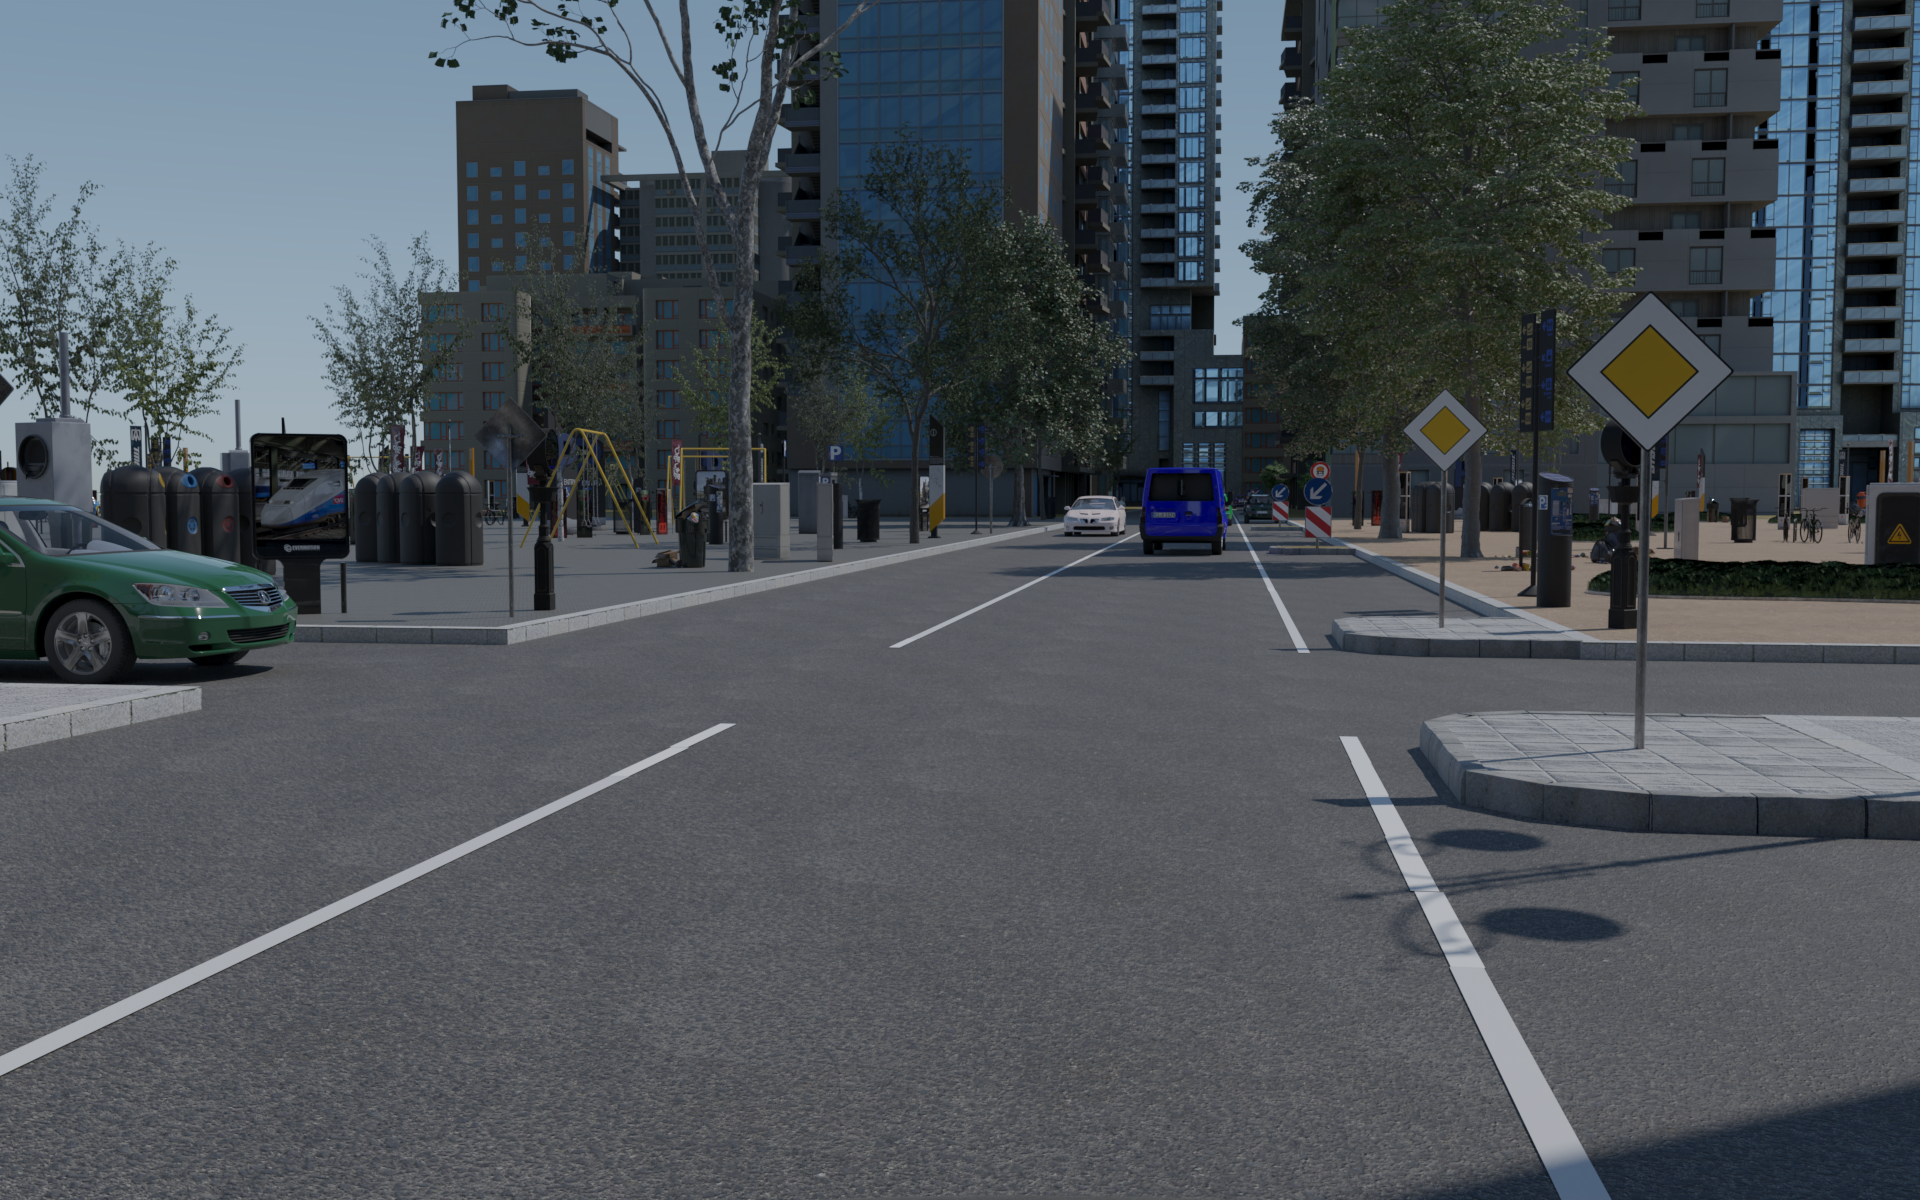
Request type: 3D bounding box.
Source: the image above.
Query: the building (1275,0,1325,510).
[{"bbox_3d":[38.332,-30.119,147.064,22.147,44.769,28.867,1,4,9],"label":"building"}]

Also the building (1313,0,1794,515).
[{"bbox_3d":[38.497,-32.357,118.280,28.713,52.752,27.495,1,4,9],"label":"building"}]

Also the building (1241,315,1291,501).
[{"bbox_3d":[44.996,-20.881,186.442,28.899,21.520,27.650,1,4,9],"label":"building"}]

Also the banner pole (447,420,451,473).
[{"bbox_3d":[-17.067,-4.157,57.988,0.401,3.779,0.863,-1,4,-18],"label":"banner pole"}]

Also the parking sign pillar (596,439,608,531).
[{"bbox_3d":[-13.181,-4.437,61.020,1.447,3.967,1.447,-1,4,-20],"label":"parking sign pillar"}]

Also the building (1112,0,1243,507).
[{"bbox_3d":[14.930,-53.437,186.364,31.000,86.520,22.319,1,4,9],"label":"building"}]

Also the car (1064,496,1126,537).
[{"bbox_3d":[4.715,-2.918,60.064,2.083,1.381,4.827,1,4,10],"label":"car"}]

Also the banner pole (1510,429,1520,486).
[{"bbox_3d":[21.400,-4.695,66.781,0.401,3.779,0.863,-1,4,-9],"label":"banner pole"}]

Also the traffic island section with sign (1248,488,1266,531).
[{"bbox_3d":[12.500,-3.650,68.312,1.989,1.847,2.006,1,4,9],"label":"traffic island section with sign"}]

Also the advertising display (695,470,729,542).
[{"bbox_3d":[-6.645,-2.521,46.426,0.974,1.923,0.123,2,4,23],"label":"advertising display"}]

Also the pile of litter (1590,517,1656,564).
[{"bbox_3d":[12.456,-1.117,32.224,1.719,0.858,1.176,-2,4,-25],"label":"pile of litter"}]

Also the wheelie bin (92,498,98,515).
[{"bbox_3d":[-16.863,-1.521,32.772,0.693,1.594,0.980,3,4,38],"label":"wheelie bin"}]

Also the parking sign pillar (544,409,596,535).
[{"bbox_3d":[-12.764,-4.097,55.452,1.447,3.967,1.447,1,4,18],"label":"parking sign pillar"}]

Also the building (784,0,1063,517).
[{"bbox_3d":[-1.554,-27.581,101.068,14.600,45.320,14.200,1,4,9],"label":"building"}]

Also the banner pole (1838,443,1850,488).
[{"bbox_3d":[43.650,-5.842,85.534,0.401,3.779,0.863,-1,4,-12],"label":"banner pole"}]

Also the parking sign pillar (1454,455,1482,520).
[{"bbox_3d":[25.578,-6.038,87.192,1.447,3.967,1.447,2,4,32],"label":"parking sign pillar"}]

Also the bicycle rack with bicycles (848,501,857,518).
[{"bbox_3d":[-6.234,-4.844,92.583,2.925,0.926,2.852,1,4,12],"label":"bicycle rack with bicycles"}]

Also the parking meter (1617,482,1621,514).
[{"bbox_3d":[31.765,-4.744,83.276,0.255,1.863,0.399,1,4,19],"label":"parking meter"}]

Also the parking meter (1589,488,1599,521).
[{"bbox_3d":[25.710,-3.780,70.209,0.372,1.533,0.369,0,3,0],"label":"parking meter"}]

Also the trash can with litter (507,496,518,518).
[{"bbox_3d":[-23.730,-4.911,91.688,0.624,1.170,1.055,-3,4,-37],"label":"trash can with litter"}]

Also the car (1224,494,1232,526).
[{"bbox_3d":[11.526,-4.311,79.276,1.959,1.807,4.718,0,4,7],"label":"car"}]

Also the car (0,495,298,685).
[{"bbox_3d":[-7.834,-0.138,14.047,4.920,1.459,2.131,1,4,10],"label":"car"}]

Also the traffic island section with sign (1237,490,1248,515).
[{"bbox_3d":[19.989,-6.668,117.650,1.989,1.847,2.006,1,4,9],"label":"traffic island section with sign"}]

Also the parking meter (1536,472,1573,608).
[{"bbox_3d":[6.762,-0.690,19.686,0.372,1.533,0.369,0,3,0],"label":"parking meter"}]

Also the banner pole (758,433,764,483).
[{"bbox_3d":[-8.184,-4.971,71.296,0.401,3.779,0.863,1,4,8],"label":"banner pole"}]

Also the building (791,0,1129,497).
[{"bbox_3d":[-0.298,-32.899,157.511,30.456,49.044,23.786,1,4,9],"label":"building"}]

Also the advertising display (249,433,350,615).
[{"bbox_3d":[-7.015,-0.808,18.427,0.974,1.923,0.123,-2,4,-28],"label":"advertising display"}]

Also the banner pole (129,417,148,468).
[{"bbox_3d":[-26.437,-4.031,55.921,0.401,3.779,0.863,1,4,22],"label":"banner pole"}]

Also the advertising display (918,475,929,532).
[{"bbox_3d":[-1.261,-3.323,59.543,0.123,1.923,0.974,1,4,19],"label":"advertising display"}]

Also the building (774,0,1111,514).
[{"bbox_3d":[-0.913,-28.640,122.887,22.147,44.769,28.867,1,4,9],"label":"building"}]

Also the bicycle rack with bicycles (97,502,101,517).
[{"bbox_3d":[-46.988,-4.913,93.711,2.852,0.926,2.925,-3,5,-41],"label":"bicycle rack with bicycles"}]

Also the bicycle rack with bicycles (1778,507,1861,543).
[{"bbox_3d":[23.009,-1.995,45.997,2.852,0.926,2.925,2,4,28],"label":"bicycle rack with bicycles"}]

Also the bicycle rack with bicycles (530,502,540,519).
[{"bbox_3d":[-22.304,-4.597,88.535,2.852,0.926,2.925,0,4,5],"label":"bicycle rack with bicycles"}]

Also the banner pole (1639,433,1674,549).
[{"bbox_3d":[16.290,-3.086,40.475,0.863,3.779,0.401,3,4,38],"label":"banner pole"}]

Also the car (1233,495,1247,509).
[{"bbox_3d":[26.854,-9.306,164.733,1.945,1.354,3.894,1,4,8],"label":"car"}]

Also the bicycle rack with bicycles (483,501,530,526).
[{"bbox_3d":[-19.864,-3.534,71.167,2.852,0.926,2.925,2,4,32],"label":"bicycle rack with bicycles"}]

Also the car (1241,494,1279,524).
[{"bbox_3d":[14.805,-4.595,84.906,2.009,1.686,4.222,1,4,10],"label":"car"}]

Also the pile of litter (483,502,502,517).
[{"bbox_3d":[-26.004,-5.048,96.500,1.719,0.858,1.176,2,4,26],"label":"pile of litter"}]

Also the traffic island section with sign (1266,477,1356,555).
[{"bbox_3d":[8.461,-2.020,41.661,1.989,1.847,2.006,1,4,9],"label":"traffic island section with sign"}]

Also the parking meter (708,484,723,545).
[{"bbox_3d":[-6.221,-2.185,44.137,0.372,1.533,0.369,0,3,0],"label":"parking meter"}]

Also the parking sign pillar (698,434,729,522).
[{"bbox_3d":[-11.307,-5.530,78.884,1.447,3.967,1.447,2,4,34],"label":"parking sign pillar"}]

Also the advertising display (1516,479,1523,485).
[{"bbox_3d":[24.590,-4.355,76.426,0.123,1.923,0.974,3,4,36],"label":"advertising display"}]

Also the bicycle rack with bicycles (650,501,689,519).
[{"bbox_3d":[-15.216,-4.617,88.871,2.852,0.926,2.925,-1,4,-21],"label":"bicycle rack with bicycles"}]

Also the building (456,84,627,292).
[{"bbox_3d":[-45.968,-33.173,192.489,14.200,45.320,14.600,1,4,9],"label":"building"}]

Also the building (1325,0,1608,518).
[{"bbox_3d":[28.081,-25.376,98.499,14.154,41.232,14.086,1,4,9],"label":"building"}]

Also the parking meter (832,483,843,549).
[{"bbox_3d":[-2.923,-1.963,40.500,0.372,1.533,0.369,0,3,0],"label":"parking meter"}]

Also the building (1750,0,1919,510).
[{"bbox_3d":[71.633,-50.941,145.552,31.000,86.520,22.319,1,4,9],"label":"building"}]

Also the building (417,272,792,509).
[{"bbox_3d":[-30.051,-19.269,160.082,28.899,21.520,27.650,1,4,9],"label":"building"}]

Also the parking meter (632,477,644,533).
[{"bbox_3d":[-10.652,-3.156,57.318,0.399,1.863,0.255,-1,4,-11],"label":"parking meter"}]

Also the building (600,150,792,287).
[{"bbox_3d":[-25.553,-30.973,198.295,23.993,40.220,32.217,1,4,9],"label":"building"}]
